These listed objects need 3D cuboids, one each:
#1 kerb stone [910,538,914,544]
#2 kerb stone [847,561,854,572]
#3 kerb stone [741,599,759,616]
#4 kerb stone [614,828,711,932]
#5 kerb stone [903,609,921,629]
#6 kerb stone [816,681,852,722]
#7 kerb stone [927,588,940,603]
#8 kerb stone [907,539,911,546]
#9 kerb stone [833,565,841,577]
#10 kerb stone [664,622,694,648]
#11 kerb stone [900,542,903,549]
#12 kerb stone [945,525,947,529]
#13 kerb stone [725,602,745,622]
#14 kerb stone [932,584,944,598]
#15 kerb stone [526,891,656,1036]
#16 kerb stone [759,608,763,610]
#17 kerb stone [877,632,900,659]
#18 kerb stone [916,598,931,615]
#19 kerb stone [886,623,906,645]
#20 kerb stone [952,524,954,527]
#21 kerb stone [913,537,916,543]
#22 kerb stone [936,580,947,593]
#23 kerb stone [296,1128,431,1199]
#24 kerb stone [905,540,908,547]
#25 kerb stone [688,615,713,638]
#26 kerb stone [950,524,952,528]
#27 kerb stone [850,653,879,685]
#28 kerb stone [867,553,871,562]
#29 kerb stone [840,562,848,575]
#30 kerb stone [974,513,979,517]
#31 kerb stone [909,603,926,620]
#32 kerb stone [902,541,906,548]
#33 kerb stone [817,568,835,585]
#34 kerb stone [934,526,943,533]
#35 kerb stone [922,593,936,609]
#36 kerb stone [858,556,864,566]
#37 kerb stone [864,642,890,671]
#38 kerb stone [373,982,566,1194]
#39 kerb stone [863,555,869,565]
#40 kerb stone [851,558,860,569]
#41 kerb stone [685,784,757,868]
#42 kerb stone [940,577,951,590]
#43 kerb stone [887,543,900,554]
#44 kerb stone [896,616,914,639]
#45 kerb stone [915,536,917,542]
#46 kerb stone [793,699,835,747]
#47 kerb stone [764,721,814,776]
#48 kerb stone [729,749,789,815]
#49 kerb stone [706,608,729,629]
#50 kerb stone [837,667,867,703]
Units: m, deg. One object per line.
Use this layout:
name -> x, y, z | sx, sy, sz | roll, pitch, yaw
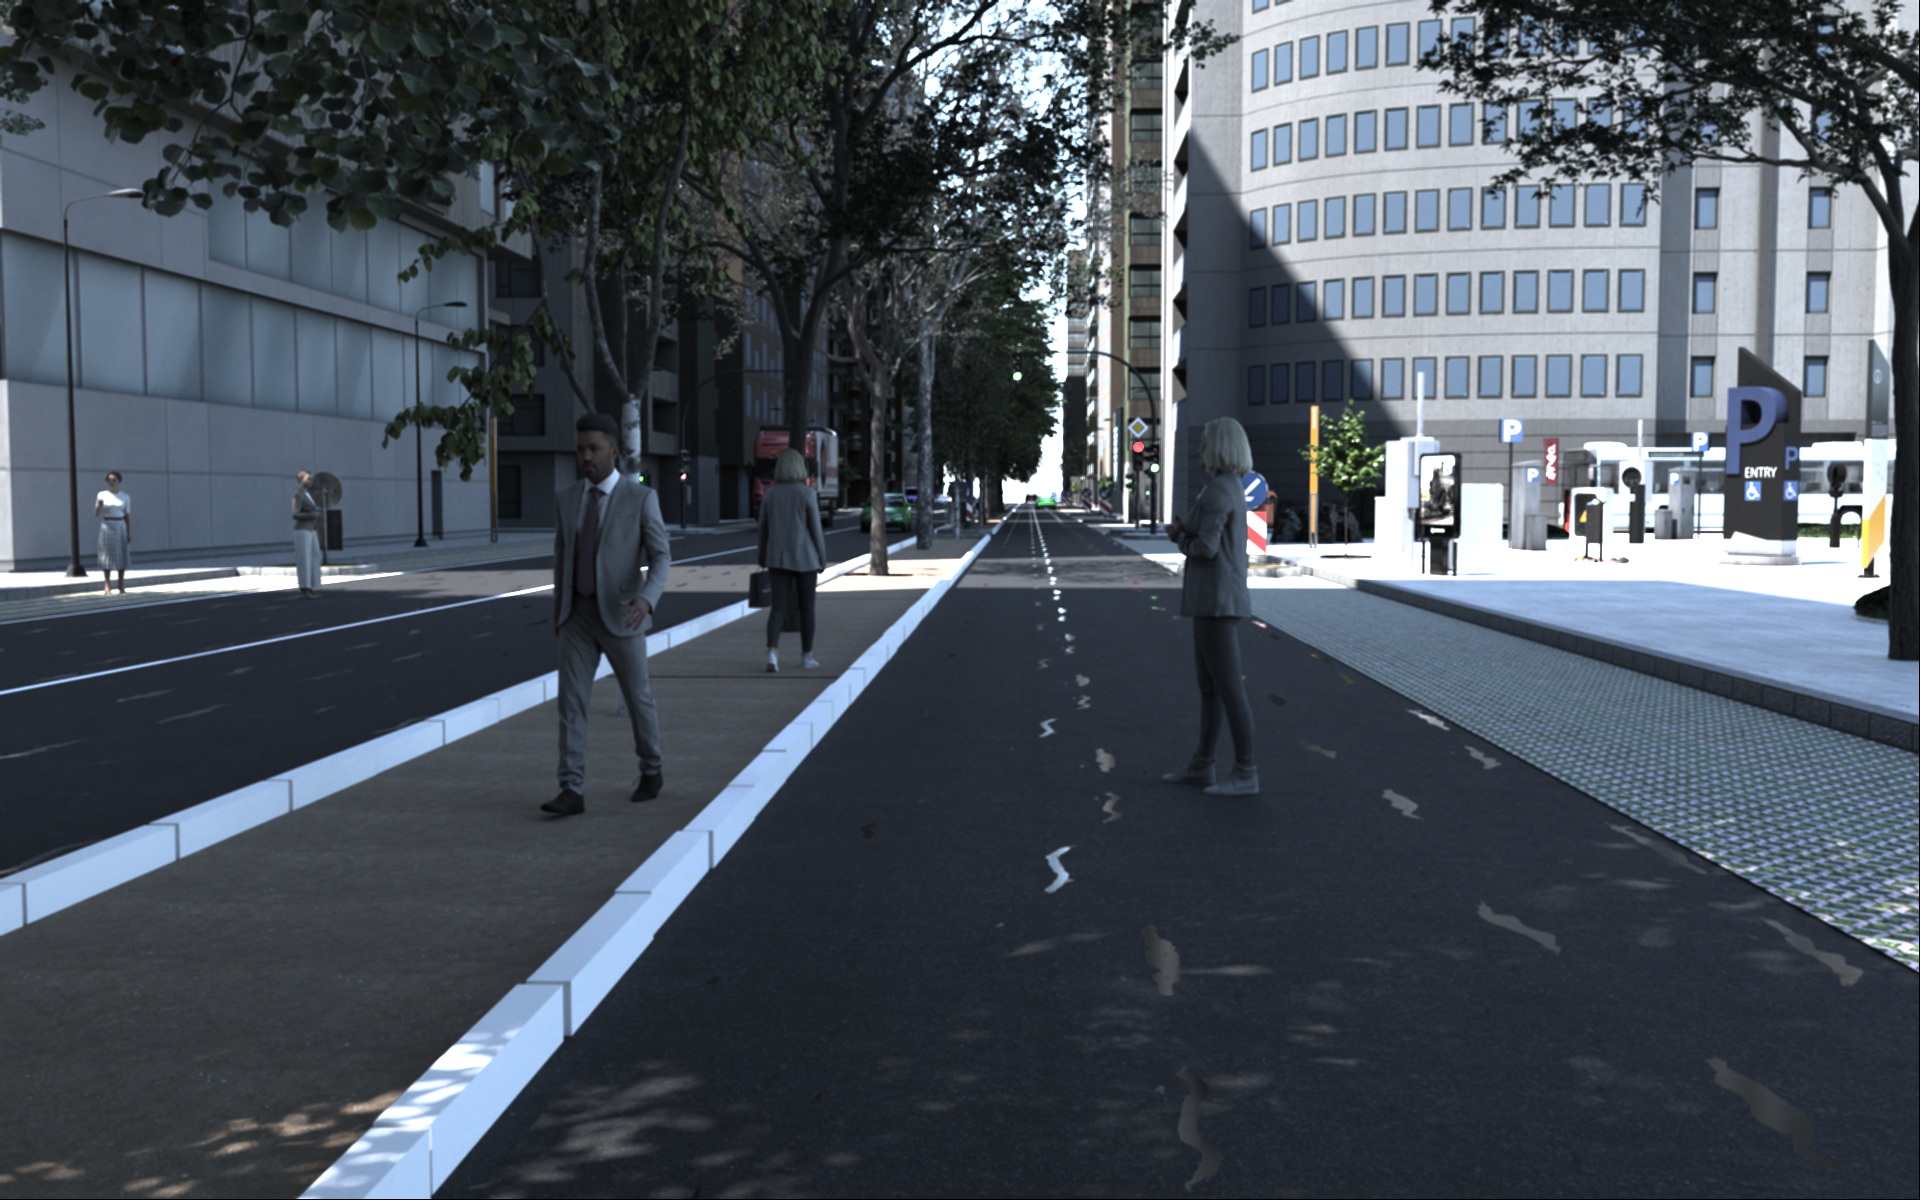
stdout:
kerb stone -> -1.452, -1.592, 48.232 | 0.120, 0.150, 1.000 | 0, 4, 2
kerb stone -> -2.104, -0.585, 31.845 | 0.120, 0.150, 1.000 | 0, 4, 2
kerb stone -> -2.552, 0.099, 20.584 | 0.120, 0.150, 1.000 | 0, 4, 2
kerb stone -> -1.037, 0.985, 6.096 | 0.120, 0.150, 1.000 | 0, 4, 2
kerb stone -> -0.538, 0.234, 18.412 | 0.120, 0.150, 1.000 | 0, 4, 2
kerb stone -> -0.828, 0.671, 11.236 | 0.120, 0.150, 1.000 | 0, 4, 2
kerb stone -> -0.374, -0.020, 22.525 | 0.120, 0.150, 1.000 | 0, 4, 2
kerb stone -> -1.494, -1.528, 47.203 | 0.120, 0.150, 1.000 | 0, 4, 2
kerb stone -> -2.197, -0.461, 29.800 | 0.120, 0.150, 1.000 | 0, 4, 2
kerb stone -> -2.718, 0.349, 16.486 | 0.120, 0.150, 1.000 | 0, 4, 2
kerb stone -> -1.612, -1.341, 44.125 | 0.120, 0.150, 1.000 | 0, 4, 2
kerb stone -> -0.701, -2.753, 67.213 | 0.120, 0.150, 1.000 | 0, 4, 2
kerb stone -> -2.603, 0.161, 19.560 | 0.120, 0.150, 1.000 | 0, 4, 2
kerb stone -> -0.342, -0.079, 23.552 | 0.120, 0.150, 1.000 | 0, 4, 2
kerb stone -> -1.067, 1.050, 5.075 | 0.120, 0.150, 1.000 | 0, 4, 2
kerb stone -> -2.512, 0.040, 21.606 | 0.120, 0.150, 1.000 | 0, 4, 2
kerb stone -> -0.654, 0.422, 15.332 | 0.120, 0.150, 1.000 | 0, 4, 2
kerb stone -> -0.459, 0.109, 20.469 | 0.120, 0.150, 1.000 | 0, 4, 2
kerb stone -> -0.626, 0.357, 16.361 | 0.120, 0.150, 1.000 | 0, 4, 2
kerb stone -> -0.457, -3.128, 73.343 | 0.120, 0.150, 1.000 | 0, 4, 2
kerb stone -> -1.413, -1.655, 49.255 | 0.120, 0.150, 1.000 | 0, 4, 2
kerb stone -> -0.300, -0.143, 24.573 | 0.120, 0.150, 1.000 | 0, 4, 2
kerb stone -> -1.154, 1.175, 3.014 | 0.120, 0.150, 1.000 | 0, 4, 2
kerb stone -> -1.538, -1.462, 46.175 | 0.120, 0.150, 1.000 | 0, 4, 2
kerb stone -> -2.677, 0.287, 17.507 | 0.120, 0.150, 1.000 | 0, 4, 2
kerb stone -> -0.534, -3.003, 71.300 | 0.120, 0.150, 1.000 | 0, 4, 2
kerb stone -> -0.741, 0.545, 13.287 | 0.120, 0.150, 1.000 | 0, 4, 2
kerb stone -> -1.951, -0.835, 35.932 | 0.120, 0.150, 1.000 | 0, 4, 2
kerb stone -> -2.147, -0.528, 30.823 | 0.120, 0.150, 1.000 | 0, 4, 2
kerb stone -> 1.172, -5.631, 114.328 | 0.120, 0.150, 1.000 | 0, 4, 2
kerb stone -> -0.505, 0.169, 19.433 | 0.120, 0.150, 1.000 | 0, 4, 2
kerb stone -> -1.566, -1.404, 45.146 | 0.120, 0.150, 1.000 | 0, 4, 2
kerb stone -> -2.231, -0.399, 28.778 | 0.120, 0.150, 1.000 | 0, 4, 2
kerb stone -> -0.817, -2.565, 64.141 | 0.120, 0.150, 1.000 | 0, 4, 2
kerb stone -> -0.414, 0.043, 21.499 | 0.120, 0.150, 1.000 | 0, 4, 2
kerb stone -> -2.027, -0.715, 33.888 | 0.120, 0.150, 1.000 | 0, 4, 2
kerb stone -> -0.702, 0.482, 14.310 | 0.120, 0.150, 1.000 | 0, 4, 2
kerb stone -> -1.118, 1.111, 4.035 | 0.120, 0.150, 1.000 | 0, 4, 2
kerb stone -> -1.984, -0.773, 34.909 | 0.120, 0.150, 1.000 | 0, 4, 2
kerb stone -> -2.064, -0.653, 32.866 | 0.120, 0.150, 1.000 | 0, 4, 2
kerb stone -> -0.983, 0.926, 7.126 | 0.120, 0.150, 1.000 | 0, 4, 2
kerb stone -> -0.260, -0.208, 25.597 | 0.120, 0.150, 1.000 | 0, 4, 2
kerb stone -> -1.658, -1.278, 43.096 | 0.120, 0.150, 1.000 | 0, 4, 2
kerb stone -> -0.578, 0.294, 17.387 | 0.120, 0.150, 1.000 | 0, 4, 2
kerb stone -> -1.373, -1.717, 50.277 | 0.120, 0.150, 1.000 | 0, 4, 2
kerb stone -> -0.869, 0.734, 10.212 | 0.120, 0.150, 1.000 | 0, 4, 2
kerb stone -> -0.912, 0.795, 9.190 | 0.120, 0.150, 1.000 | 0, 4, 2
kerb stone -> -0.949, 0.864, 8.159 | 0.120, 0.150, 1.000 | 0, 4, 2
kerb stone -> -2.640, 0.224, 18.530 | 0.120, 0.150, 1.000 | 0, 4, 2
kerb stone -> -0.784, 0.616, 12.258 | 0.120, 0.150, 1.000 | 0, 4, 2
